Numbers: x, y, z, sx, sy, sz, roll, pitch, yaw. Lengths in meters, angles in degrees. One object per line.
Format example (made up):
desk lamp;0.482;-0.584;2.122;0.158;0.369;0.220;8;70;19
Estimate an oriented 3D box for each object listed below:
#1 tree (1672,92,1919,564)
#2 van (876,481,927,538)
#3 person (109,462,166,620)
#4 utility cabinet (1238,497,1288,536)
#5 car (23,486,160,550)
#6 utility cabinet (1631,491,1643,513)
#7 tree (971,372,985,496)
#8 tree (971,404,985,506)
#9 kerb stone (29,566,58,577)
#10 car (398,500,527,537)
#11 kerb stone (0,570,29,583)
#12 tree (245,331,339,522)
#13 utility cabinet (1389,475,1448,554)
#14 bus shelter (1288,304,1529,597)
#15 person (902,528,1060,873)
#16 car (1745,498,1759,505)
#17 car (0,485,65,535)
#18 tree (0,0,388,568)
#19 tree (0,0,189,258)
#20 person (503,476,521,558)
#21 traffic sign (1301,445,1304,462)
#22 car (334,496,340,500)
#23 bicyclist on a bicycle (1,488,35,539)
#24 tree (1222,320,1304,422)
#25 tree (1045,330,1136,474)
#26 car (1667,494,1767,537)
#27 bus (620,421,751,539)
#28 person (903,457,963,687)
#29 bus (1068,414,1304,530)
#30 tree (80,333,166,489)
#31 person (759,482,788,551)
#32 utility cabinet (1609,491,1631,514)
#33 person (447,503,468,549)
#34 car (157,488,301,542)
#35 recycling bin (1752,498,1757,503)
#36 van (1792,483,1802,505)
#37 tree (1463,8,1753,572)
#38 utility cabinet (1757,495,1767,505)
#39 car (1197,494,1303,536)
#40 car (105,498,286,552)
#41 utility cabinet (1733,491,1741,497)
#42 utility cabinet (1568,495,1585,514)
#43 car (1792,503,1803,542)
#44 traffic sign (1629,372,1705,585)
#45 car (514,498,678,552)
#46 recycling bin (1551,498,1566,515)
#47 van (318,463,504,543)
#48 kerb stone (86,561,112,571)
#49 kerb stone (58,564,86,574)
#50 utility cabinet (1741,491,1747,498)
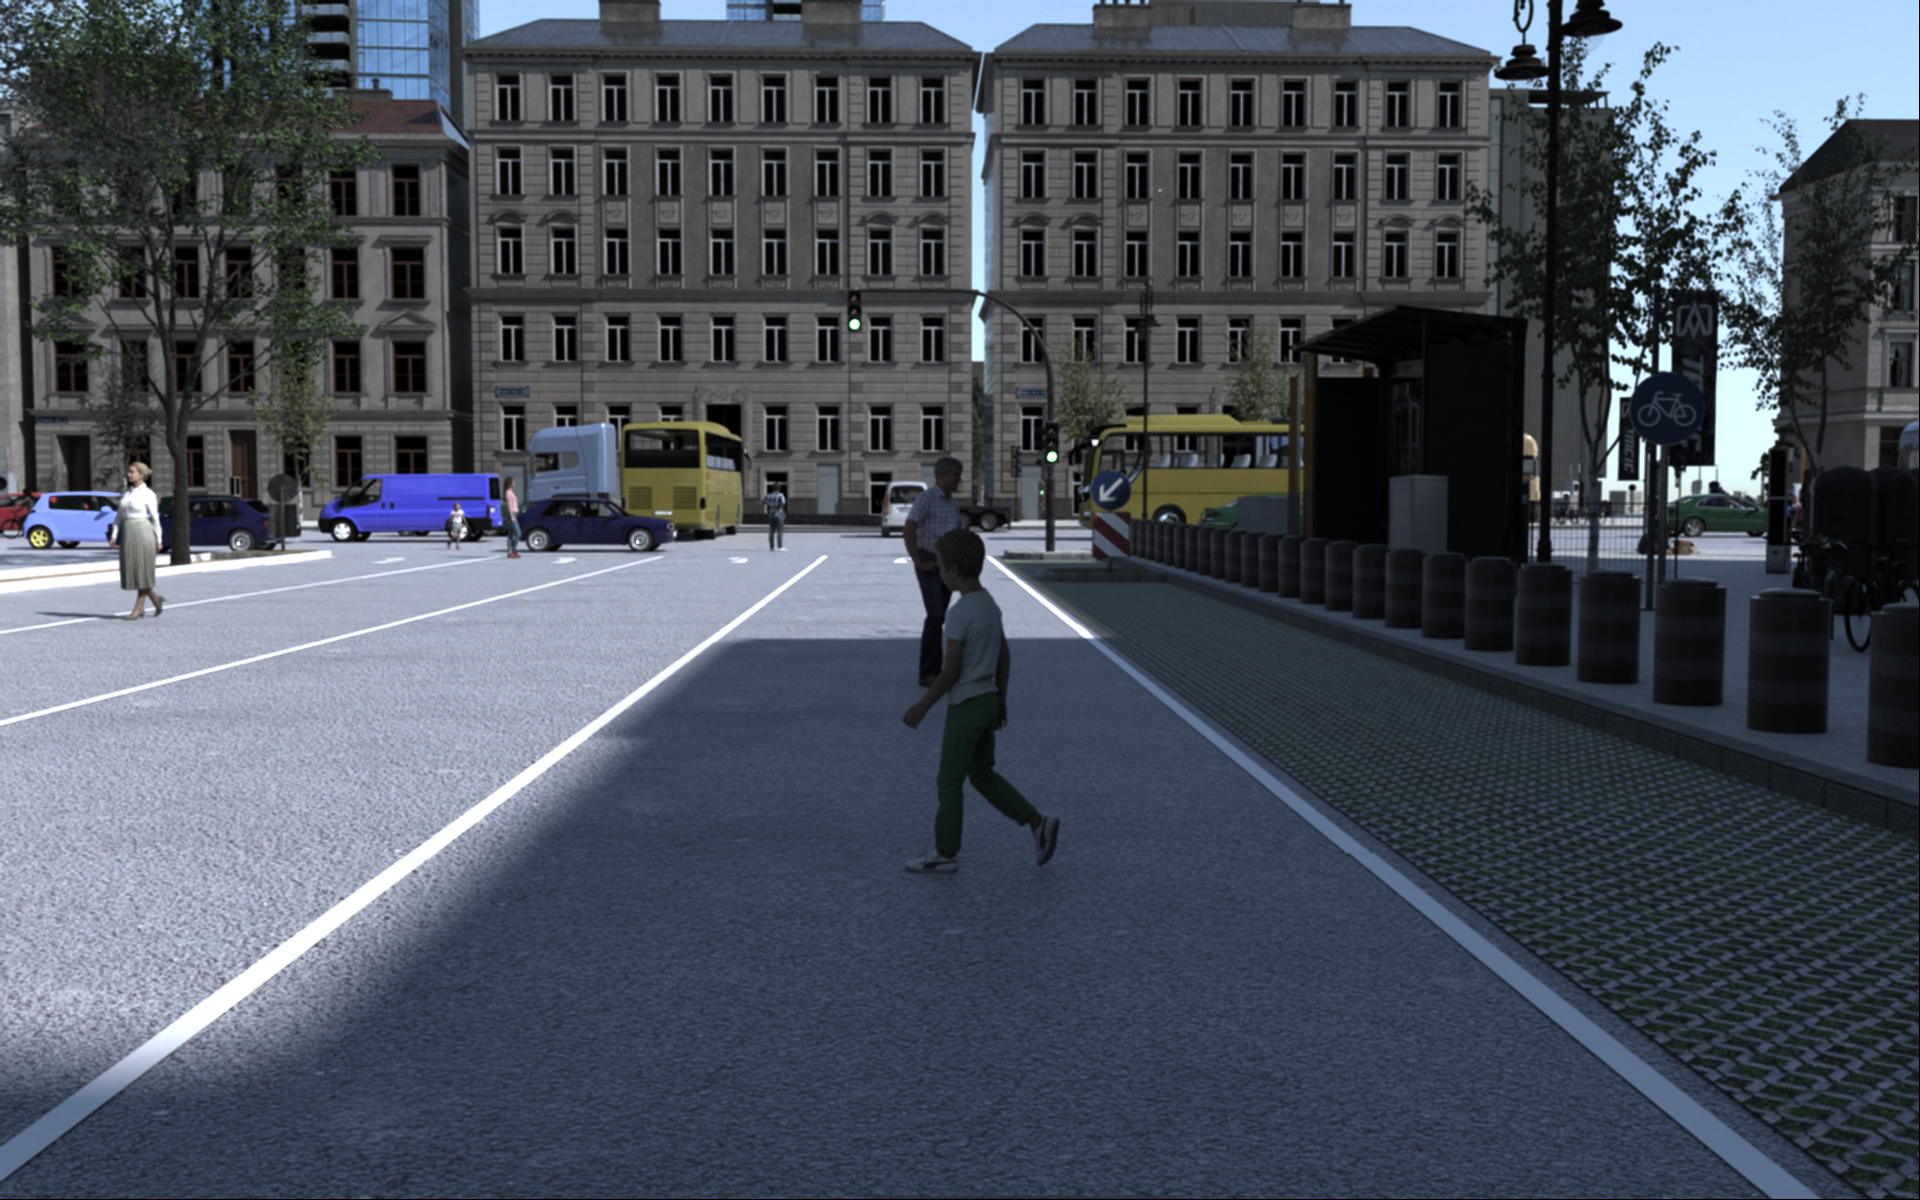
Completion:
tree;15.531;-4.980;31.789;4.360;8.622;3.978;0;3;0
van;-1.806;-3.128;58.151;2.013;2.044;4.112;0;4;-3
person;-9.392;-0.682;19.883;0.478;1.798;0.641;2;4;25
utility cabinet;6.159;-1.464;35.097;1.020;1.237;0.306;1;4;18
car;-22.444;-2.190;45.401;3.694;1.707;1.945;0;4;-1
utility cabinet;44.752;-6.481;114.642;1.173;1.500;0.318;-3;5;-42
tree;1.187;-16.033;172.502;12.009;13.543;11.850;0;3;0
tree;1.714;-11.301;135.135;4.737;8.622;4.395;0;3;0
kerb stone;-16.076;-0.489;30.195;0.120;0.150;1.000;0;4;-2
car;-17.119;-2.880;58.891;4.920;1.459;2.131;0;4;0
kerb stone;-16.037;-0.420;29.166;0.120;0.150;1.000;0;4;-2
tree;-29.846;-7.804;77.958;4.737;8.622;4.395;0;3;0
utility cabinet;5.430;-0.727;20.565;0.318;1.500;1.173;2;4;34
bus shelter;6.179;-2.040;24.634;1.731;3.624;6.357;0;4;-2
person;0.082;0.379;6.547;0.590;1.304;0.306;0;4;5
car;29.635;-3.275;66.118;3.894;1.354;1.945;0;4;-1
car;-31.818;-3.030;58.577;4.494;1.783;2.155;0;4;0
tree;-14.939;-6.407;32.968;9.928;11.665;9.643;0;3;0
tree;-14.775;-6.531;19.606;12.009;13.543;11.850;0;3;0
person;-9.977;-1.840;38.590;0.388;1.821;0.555;-1;4;-21
traffic sign;8.036;-2.376;38.958;0.768;2.556;0.104;0;4;5
car;-22.347;-3.491;66.871;4.222;1.686;2.009;0;4;-2
bicyclist on a bicycle;-29.912;-2.778;55.440;1.625;1.676;1.499;0;3;0
tree;12.883;-7.519;73.290;4.737;8.622;4.395;0;3;0
tree;5.586;-7.773;77.454;4.737;8.622;4.395;0;3;0
car;25.577;-2.826;57.998;4.920;1.459;2.131;0;3;0
bus;-8.975;-4.036;57.543;2.896;3.916;12.252;0;4;-1
person;-0.121;-0.222;13.071;0.436;1.711;0.756;3;5;41
bus;9.605;-3.822;54.041;12.252;3.916;2.896;0;4;-1
tree;-38.567;-7.929;79.997;4.360;8.622;3.978;0;3;0
person;-4.634;-2.098;43.529;0.841;1.734;0.376;3;5;40
utility cabinet;41.176;-6.092;108.276;0.318;1.500;1.173;-2;4;-33
person;-13.034;-1.921;44.926;0.505;1.210;0.382;-3;5;-40
car;-21.511;-2.498;50.622;4.222;1.686;2.009;0;4;-1
recycling bin;55.841;-6.673;121.652;0.722;1.027;0.722;0;4;5
van;33.837;-3.678;67.140;4.112;2.044;2.013;0;4;-2
tree;9.780;-4.654;26.457;4.737;8.622;4.395;0;3;0
utility cabinet;52.931;-6.286;113.933;1.020;1.237;0.306;-1;4;-21
car;9.171;-2.262;48.790;4.920;1.459;2.131;0;4;-2
car;-18.479;-1.800;42.005;3.894;1.354;1.945;0;4;-3
utility cabinet;56.166;-7.138;125.391;0.318;1.500;1.173;1;4;21
utility cabinet;39.253;-6.063;110.285;1.020;1.237;0.306;0;4;-7
car;26.730;-2.564;50.591;5.304;1.827;2.281;0;4;-2
traffic sign;7.380;-1.105;18.169;0.768;2.556;0.104;0;4;7
car;-9.072;-1.880;43.315;3.894;1.354;1.945;0;4;-2
recycling bin;36.275;-5.655;105.012;0.722;1.027;0.722;0;4;-4
van;-16.471;-2.907;51.908;5.245;2.365;2.240;0;4;-3
kerb stone;-16.144;-0.611;32.260;0.120;0.150;1.000;0;4;-2
kerb stone;-16.105;-0.552;31.226;0.120;0.150;1.000;0;4;-2
utility cabinet;60.069;-7.604;133.011;0.318;1.500;1.173;3;5;44
